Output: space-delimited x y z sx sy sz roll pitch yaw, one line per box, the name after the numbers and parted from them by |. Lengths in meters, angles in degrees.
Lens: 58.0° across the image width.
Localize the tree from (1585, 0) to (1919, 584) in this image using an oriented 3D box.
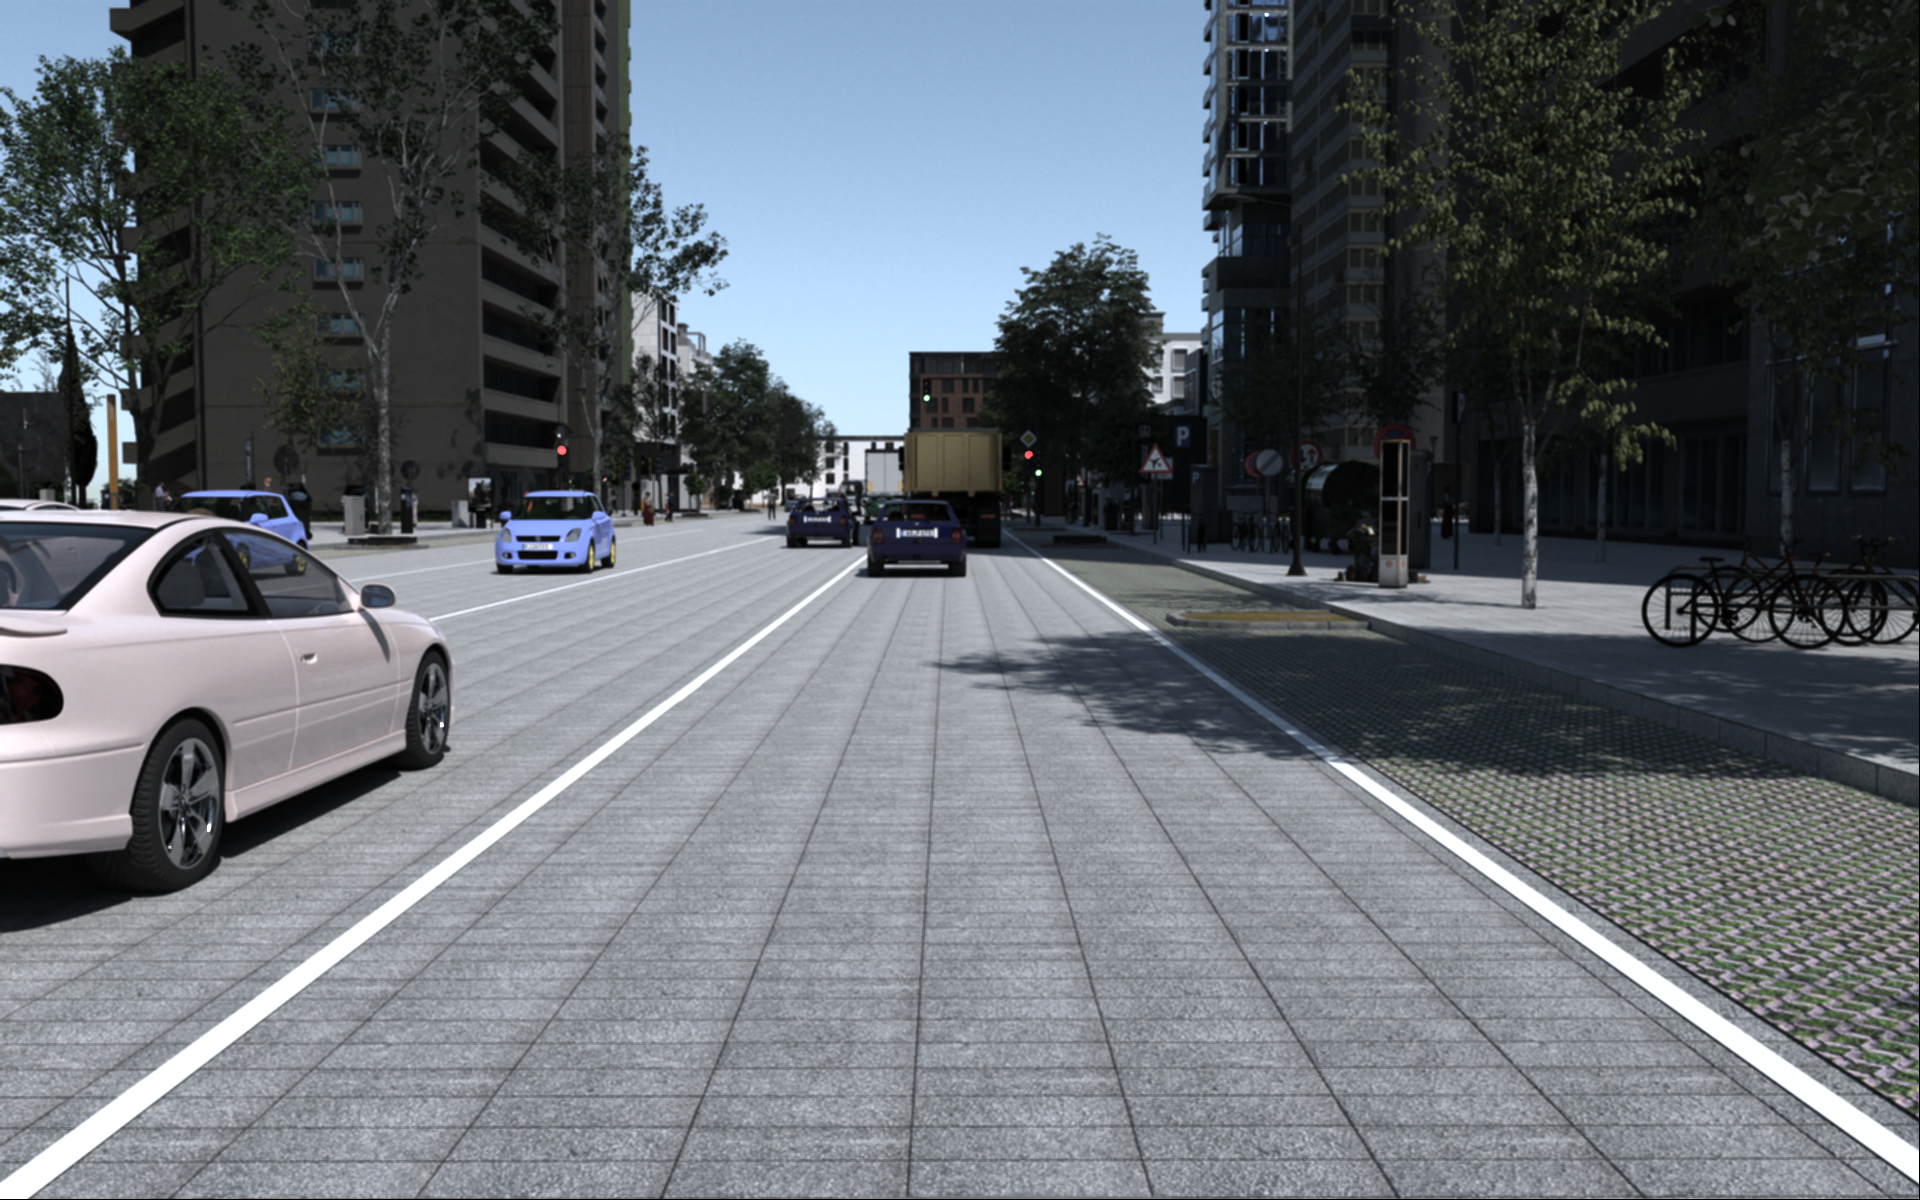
11.843 -4.520 24.264 4.737 8.622 4.395 0 3 0 | tree

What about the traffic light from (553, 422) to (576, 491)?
-15.442 -4.811 67.584 0.839 4.253 0.868 0 4 0 | traffic light

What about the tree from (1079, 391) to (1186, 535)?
5.538 -4.386 55.425 4.285 4.588 4.351 0 3 0 | tree

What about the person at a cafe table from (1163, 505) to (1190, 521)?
10.914 -4.491 81.937 1.622 1.524 1.698 -3 4 -36 | person at a cafe table

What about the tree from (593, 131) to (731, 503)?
-17.362 -14.226 88.481 12.611 20.169 13.585 0 3 0 | tree

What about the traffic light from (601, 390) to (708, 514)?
-13.394 -6.174 75.615 4.771 5.953 1.251 0 4 0 | traffic light

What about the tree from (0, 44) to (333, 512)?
-18.553 -6.953 39.434 9.928 11.665 9.643 0 3 0 | tree

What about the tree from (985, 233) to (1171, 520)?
5.509 -10.959 85.838 9.857 13.997 8.962 0 3 0 | tree

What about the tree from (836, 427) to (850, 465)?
-19.429 -19.341 226.592 12.009 13.543 11.850 0 3 0 | tree

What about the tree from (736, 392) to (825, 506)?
-19.192 -16.533 187.318 9.611 12.733 9.660 0 3 0 | tree

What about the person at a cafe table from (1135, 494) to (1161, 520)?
9.491 -4.775 86.584 1.622 1.524 1.698 -1 4 -17 | person at a cafe table

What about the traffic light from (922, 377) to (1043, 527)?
0.928 -5.681 67.548 4.771 5.953 1.251 0 4 0 | traffic light

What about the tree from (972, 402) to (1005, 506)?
4.703 -16.354 193.145 9.928 11.665 9.643 0 3 0 | tree

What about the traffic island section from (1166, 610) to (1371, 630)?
3.317 0.227 19.153 1.991 0.108 1.994 0 4 0 | traffic island section

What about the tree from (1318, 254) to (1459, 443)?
13.152 -6.245 52.470 4.360 8.622 3.978 0 3 0 | tree

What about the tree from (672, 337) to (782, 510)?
-19.024 -14.414 142.329 9.857 13.997 8.962 0 3 0 | tree

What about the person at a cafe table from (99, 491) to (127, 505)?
-63.939 -7.501 131.154 1.698 1.524 1.622 2 4 26 | person at a cafe table

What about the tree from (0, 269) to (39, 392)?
-26.281 -5.759 44.524 4.737 8.622 4.395 0 3 0 | tree

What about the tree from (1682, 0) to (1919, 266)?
6.665 -5.489 7.877 7.486 12.596 7.792 0 3 0 | tree

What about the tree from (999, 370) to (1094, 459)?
6.130 -11.198 117.491 8.767 10.594 7.601 2 4 30 | tree

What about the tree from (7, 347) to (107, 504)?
-43.549 -8.150 83.619 4.360 8.622 3.978 0 3 0 | tree

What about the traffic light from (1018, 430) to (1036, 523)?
2.975 -5.307 75.686 0.839 4.253 0.868 0 4 0 | traffic light

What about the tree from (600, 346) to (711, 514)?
-19.333 -10.735 109.922 7.601 10.594 8.767 0 4 -8 | tree

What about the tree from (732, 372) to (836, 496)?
-18.576 -15.883 170.054 12.009 13.543 11.850 0 3 0 | tree

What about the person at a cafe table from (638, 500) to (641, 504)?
-26.876 -8.666 150.206 1.622 1.524 1.698 -2 4 -29 | person at a cafe table

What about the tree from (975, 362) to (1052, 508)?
4.907 -13.666 141.563 7.486 12.596 7.792 0 3 0 | tree

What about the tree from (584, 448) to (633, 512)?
-24.710 -8.440 121.713 4.285 4.588 4.351 0 3 0 | tree

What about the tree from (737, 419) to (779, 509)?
-18.097 -12.288 151.270 4.737 8.622 4.395 0 3 0 | tree

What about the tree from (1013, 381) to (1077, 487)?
5.367 -9.461 105.041 4.737 8.622 4.395 0 3 0 | tree

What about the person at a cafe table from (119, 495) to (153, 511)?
-42.505 -4.747 88.468 1.726 1.238 1.698 0 4 2 | person at a cafe table

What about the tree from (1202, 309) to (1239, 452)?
11.337 -6.558 57.586 4.737 8.622 4.395 0 3 0 | tree

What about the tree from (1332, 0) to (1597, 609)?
6.256 -4.195 18.959 4.737 8.622 4.395 0 3 0 | tree

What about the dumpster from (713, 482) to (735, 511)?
-18.485 -8.128 135.390 1.502 2.255 1.985 0 4 0 | dumpster

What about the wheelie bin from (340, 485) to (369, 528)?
-20.430 -3.101 58.612 0.693 1.594 0.980 3 4 39 | wheelie bin

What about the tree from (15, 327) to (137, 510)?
-72.637 -14.562 139.902 13.155 14.587 18.604 0 4 5 | tree

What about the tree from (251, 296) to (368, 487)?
-24.657 -7.022 65.179 4.737 8.622 4.395 0 3 0 | tree

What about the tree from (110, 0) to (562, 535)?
-19.363 -12.154 54.614 12.611 20.169 13.585 0 3 0 | tree

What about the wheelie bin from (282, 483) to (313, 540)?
-18.499 -2.470 48.290 0.980 1.594 0.693 2 4 35 | wheelie bin

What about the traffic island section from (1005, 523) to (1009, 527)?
3.016 -3.273 75.800 2.009 0.180 2.903 0 4 0 | traffic island section

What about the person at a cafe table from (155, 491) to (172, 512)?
-42.086 -5.137 92.500 1.622 1.524 1.698 0 4 5 | person at a cafe table

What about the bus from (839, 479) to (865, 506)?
-12.777 -13.191 210.525 2.948 3.499 13.247 0 4 0 | bus

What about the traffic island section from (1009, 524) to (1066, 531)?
3.059 -2.785 67.815 2.009 0.180 2.903 0 4 0 | traffic island section

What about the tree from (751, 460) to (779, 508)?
-18.329 -10.862 161.303 4.285 4.588 4.351 0 3 0 | tree

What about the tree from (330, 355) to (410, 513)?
-30.929 -8.622 91.340 4.360 8.622 3.978 0 3 0 | tree

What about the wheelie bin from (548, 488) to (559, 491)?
-19.535 -4.634 83.671 0.980 1.594 0.693 -2 4 -27 | wheelie bin

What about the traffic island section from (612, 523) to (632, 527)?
-15.526 -3.267 75.703 2.009 0.180 2.903 0 4 0 | traffic island section

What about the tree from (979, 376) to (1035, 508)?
5.389 -15.121 164.240 9.611 12.733 9.660 0 3 0 | tree
